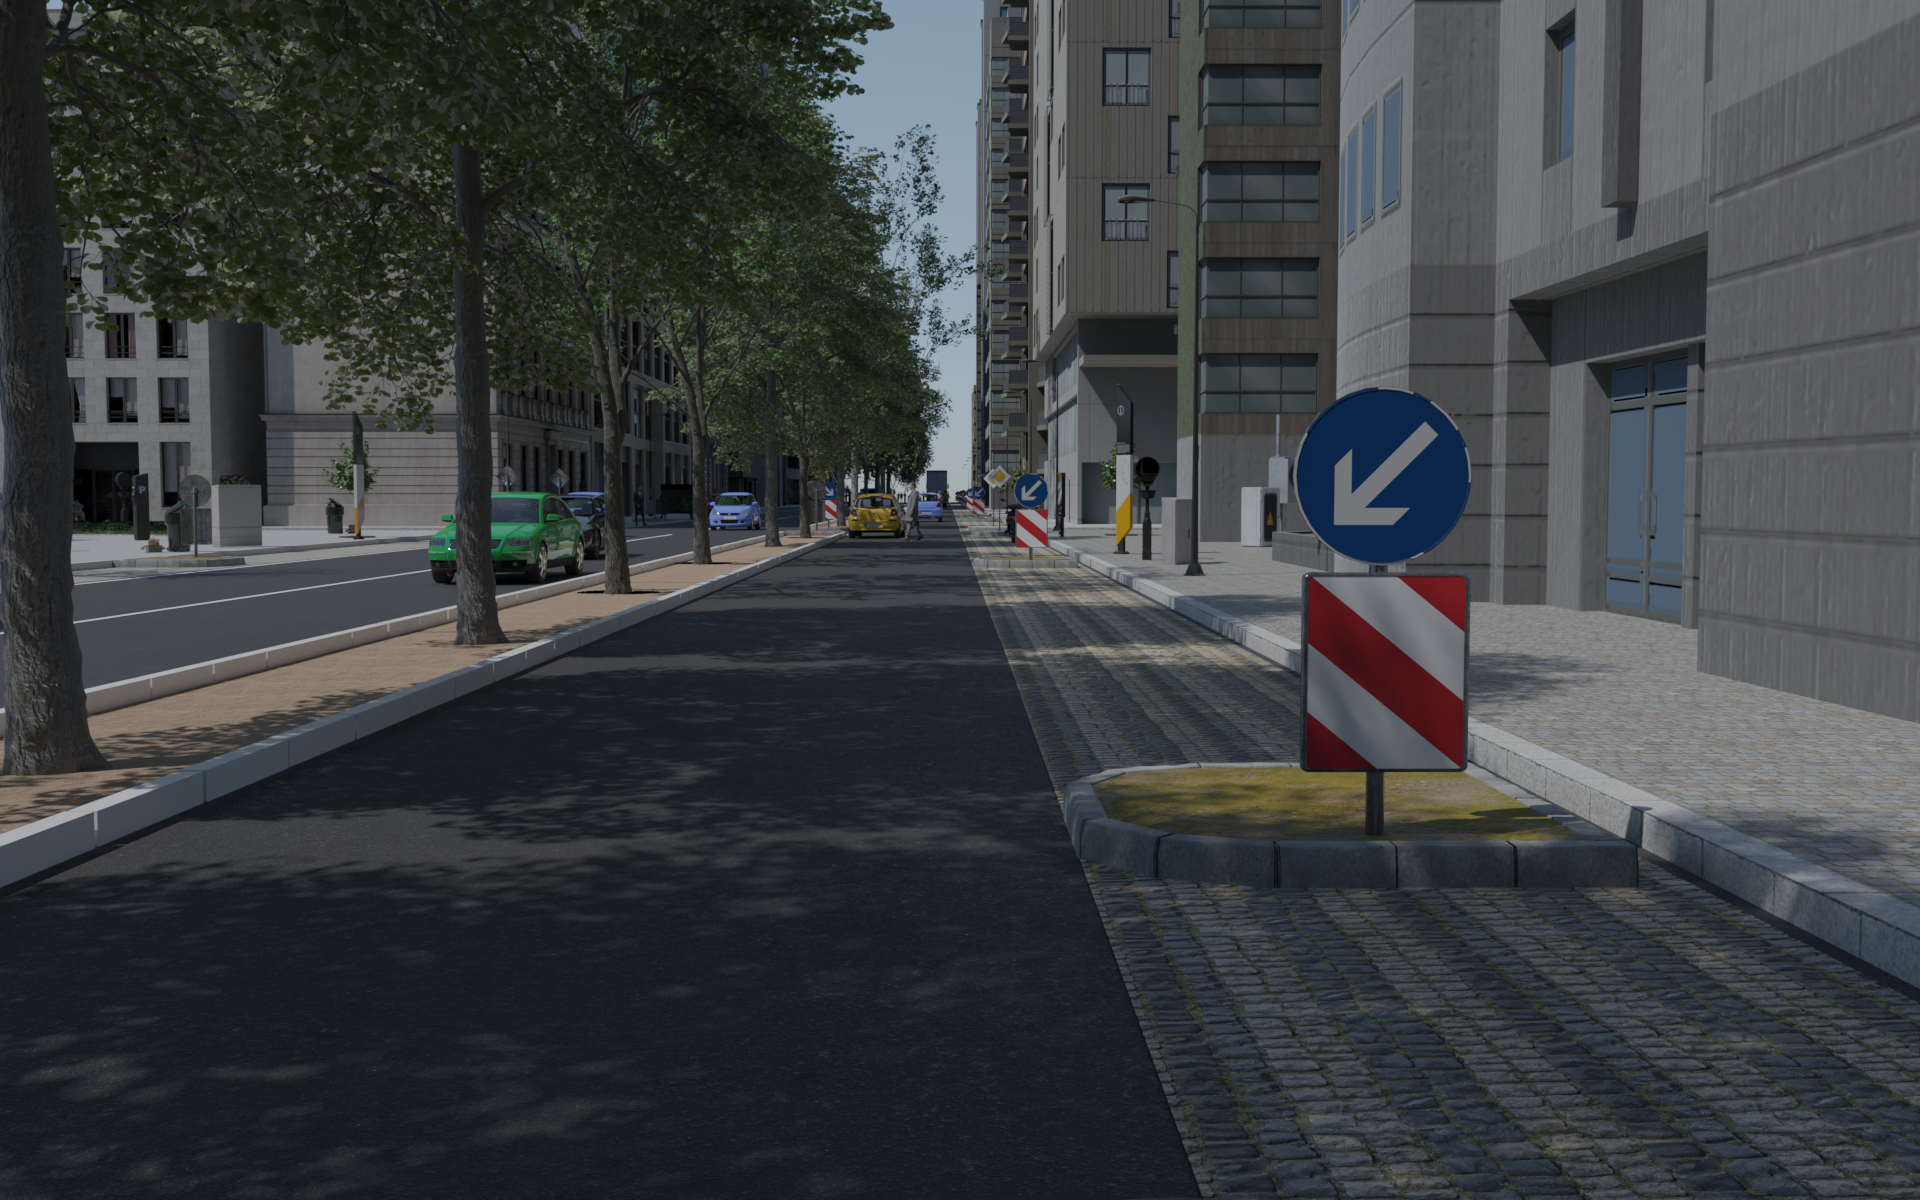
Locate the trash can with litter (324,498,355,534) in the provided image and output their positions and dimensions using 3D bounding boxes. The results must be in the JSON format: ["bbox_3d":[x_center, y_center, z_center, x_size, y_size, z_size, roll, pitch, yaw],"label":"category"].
[{"bbox_3d":[-19.924,-2.721,55.877,1.055,1.170,0.624,-2,4,-29],"label":"trash can with litter"}]

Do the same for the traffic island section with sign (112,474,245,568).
[{"bbox_3d":[-15.407,-1.578,34.422,1.989,1.847,2.006,0,4,0],"label":"traffic island section with sign"}]

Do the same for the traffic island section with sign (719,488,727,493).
[{"bbox_3d":[-16.035,-6.615,116.780,1.989,1.847,2.006,0,4,0],"label":"traffic island section with sign"}]

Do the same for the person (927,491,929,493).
[{"bbox_3d":[-3.105,-9.875,170.500,0.434,1.755,0.990,1,4,21],"label":"person"}]

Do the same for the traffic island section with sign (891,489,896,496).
[{"bbox_3d":[-5.638,-8.223,142.585,2.006,1.907,1.989,0,4,0],"label":"traffic island section with sign"}]

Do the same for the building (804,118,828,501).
[{"bbox_3d":[-32.509,-39.747,239.100,28.713,52.752,27.495,0,4,0],"label":"building"}]

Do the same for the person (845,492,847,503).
[{"bbox_3d":[-17.312,-15.566,263.666,0.551,1.740,0.621,1,4,19],"label":"person"}]

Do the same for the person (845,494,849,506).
[{"bbox_3d":[-12.999,-11.906,203.982,1.217,1.723,0.721,-1,4,-20],"label":"person"}]

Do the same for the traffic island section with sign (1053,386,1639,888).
[{"bbox_3d":[1.455,0.088,7.197,1.989,1.847,2.006,0,4,0],"label":"traffic island section with sign"}]

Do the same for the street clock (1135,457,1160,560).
[{"bbox_3d":[3.631,-1.775,33.591,0.471,2.002,0.358,0,4,6],"label":"street clock"}]

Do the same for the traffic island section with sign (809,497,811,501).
[{"bbox_3d":[-16.623,-11.382,194.726,1.989,1.847,2.006,0,4,0],"label":"traffic island section with sign"}]

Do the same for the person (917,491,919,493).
[{"bbox_3d":[-4.084,-9.447,163.673,0.721,1.735,1.217,1,4,13],"label":"person"}]

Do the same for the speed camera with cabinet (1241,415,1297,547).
[{"bbox_3d":[7.650,-2.947,42.519,0.660,3.252,2.038,3,4,38],"label":"speed camera with cabinet"}]

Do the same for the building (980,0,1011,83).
[{"bbox_3d":[12.995,-40.494,204.074,21.231,58.520,28.212,0,4,0],"label":"building"}]

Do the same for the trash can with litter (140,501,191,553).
[{"bbox_3d":[-17.441,-1.636,38.141,1.055,1.170,0.624,-3,4,-39],"label":"trash can with litter"}]

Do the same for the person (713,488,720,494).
[{"bbox_3d":[-15.915,-6.413,113.319,0.580,1.828,0.573,1,4,14],"label":"person"}]

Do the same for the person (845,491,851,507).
[{"bbox_3d":[-12.443,-11.456,195.822,1.348,1.821,0.705,3,5,44],"label":"person"}]

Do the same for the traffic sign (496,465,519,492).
[{"bbox_3d":[-15.577,-3.427,59.667,0.795,2.450,0.064,0,4,0],"label":"traffic sign"}]

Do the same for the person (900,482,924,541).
[{"bbox_3d":[-1.484,-2.734,53.300,0.767,1.812,0.694,0,4,-3],"label":"person"}]

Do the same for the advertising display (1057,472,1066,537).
[{"bbox_3d":[3.036,-2.852,51.850,0.123,1.923,0.974,0,4,-4],"label":"advertising display"}]

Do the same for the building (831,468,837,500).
[{"bbox_3d":[-27.418,-37.127,290.624,14.154,41.232,14.086,0,4,0],"label":"building"}]

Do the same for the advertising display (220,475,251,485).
[{"bbox_3d":[-24.827,-3.312,59.365,0.974,1.923,0.123,-2,4,-32],"label":"advertising display"}]

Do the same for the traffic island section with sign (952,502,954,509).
[{"bbox_3d":[0.629,-6.646,117.287,1.989,1.847,2.006,0,4,0],"label":"traffic island section with sign"}]

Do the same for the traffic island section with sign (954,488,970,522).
[{"bbox_3d":[0.837,-4.941,89.406,1.989,1.847,2.006,0,4,0],"label":"traffic island section with sign"}]

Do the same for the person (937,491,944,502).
[{"bbox_3d":[-1.775,-8.463,147.803,0.756,1.711,0.436,0,4,-3],"label":"person"}]

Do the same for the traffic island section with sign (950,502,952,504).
[{"bbox_3d":[0.251,-9.726,167.643,1.989,1.847,2.006,0,4,0],"label":"traffic island section with sign"}]

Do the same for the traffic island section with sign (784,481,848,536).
[{"bbox_3d":[-5.021,-3.175,60.041,2.006,1.907,1.989,0,4,0],"label":"traffic island section with sign"}]

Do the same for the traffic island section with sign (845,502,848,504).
[{"bbox_3d":[-17.236,-16.410,276.937,1.989,1.847,2.006,0,4,0],"label":"traffic island section with sign"}]

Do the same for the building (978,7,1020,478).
[{"bbox_3d":[13.900,-33.974,175.090,23.786,49.044,30.456,0,4,0],"label":"building"}]

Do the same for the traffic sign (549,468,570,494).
[{"bbox_3d":[-15.637,-3.915,67.652,0.795,2.450,0.064,0,4,0],"label":"traffic sign"}]

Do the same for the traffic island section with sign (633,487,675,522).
[{"bbox_3d":[-15.835,-4.966,89.826,1.989,1.847,2.006,0,4,0],"label":"traffic island section with sign"}]

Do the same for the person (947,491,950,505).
[{"bbox_3d":[-1.643,-13.712,232.627,0.705,1.831,1.348,-1,4,-21],"label":"person"}]

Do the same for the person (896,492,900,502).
[{"bbox_3d":[-9.405,-15.667,265.587,0.756,1.711,0.436,-2,4,-30],"label":"person"}]

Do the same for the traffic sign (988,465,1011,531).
[{"bbox_3d":[1.367,-3.433,59.773,0.795,2.450,0.064,0,4,0],"label":"traffic sign"}]

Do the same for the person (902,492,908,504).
[{"bbox_3d":[-7.802,-14.540,246.215,0.705,1.826,1.348,3,4,37],"label":"person"}]

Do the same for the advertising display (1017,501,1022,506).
[{"bbox_3d":[2.724,-4.531,79.293,0.123,1.923,0.974,0,4,-3],"label":"advertising display"}]

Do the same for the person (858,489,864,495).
[{"bbox_3d":[-6.968,-6.889,121.257,0.709,1.813,0.853,1,4,9],"label":"person"}]

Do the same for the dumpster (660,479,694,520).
[{"bbox_3d":[-15.693,-5.588,96.315,1.985,2.255,1.502,0,3,0],"label":"dumpster"}]

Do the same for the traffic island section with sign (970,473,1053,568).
[{"bbox_3d":[1.261,-1.561,34.152,1.989,1.847,2.006,0,4,0],"label":"traffic island section with sign"}]

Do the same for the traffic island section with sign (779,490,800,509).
[{"bbox_3d":[-16.409,-9.699,167.214,1.989,1.847,2.006,0,4,0],"label":"traffic island section with sign"}]

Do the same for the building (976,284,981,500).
[{"bbox_3d":[9.193,-28.533,238.216,14.160,30.474,14.107,0,4,0],"label":"building"}]

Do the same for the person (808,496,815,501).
[{"bbox_3d":[-12.331,-8.307,145.028,1.217,1.736,0.721,-1,4,-10],"label":"person"}]

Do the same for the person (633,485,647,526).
[{"bbox_3d":[-14.492,-4.297,78.534,0.659,1.850,0.755,-3,5,-40],"label":"person"}]

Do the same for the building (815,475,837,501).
[{"bbox_3d":[-30.195,-37.530,268.242,22.147,44.769,28.867,0,4,0],"label":"building"}]

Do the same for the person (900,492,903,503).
[{"bbox_3d":[-9.853,-17.300,291.448,1.348,1.812,0.705,-1,4,-20],"label":"person"}]

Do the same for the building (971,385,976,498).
[{"bbox_3d":[15.877,-27.119,288.429,27.650,21.520,28.899,0,4,0],"label":"building"}]

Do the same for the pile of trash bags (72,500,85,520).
[{"bbox_3d":[-31.080,-2.960,58.147,3.447,1.369,1.912,0,4,4],"label":"pile of trash bags"}]

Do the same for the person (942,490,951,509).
[{"bbox_3d":[-1.492,-9.903,170.502,1.348,1.812,0.705,-1,4,-17],"label":"person"}]

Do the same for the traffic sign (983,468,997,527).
[{"bbox_3d":[1.307,-3.921,67.758,0.795,2.450,0.064,0,4,0],"label":"traffic sign"}]

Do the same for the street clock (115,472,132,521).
[{"bbox_3d":[-27.886,-3.254,57.776,0.358,2.002,0.471,3,4,38],"label":"street clock"}]
